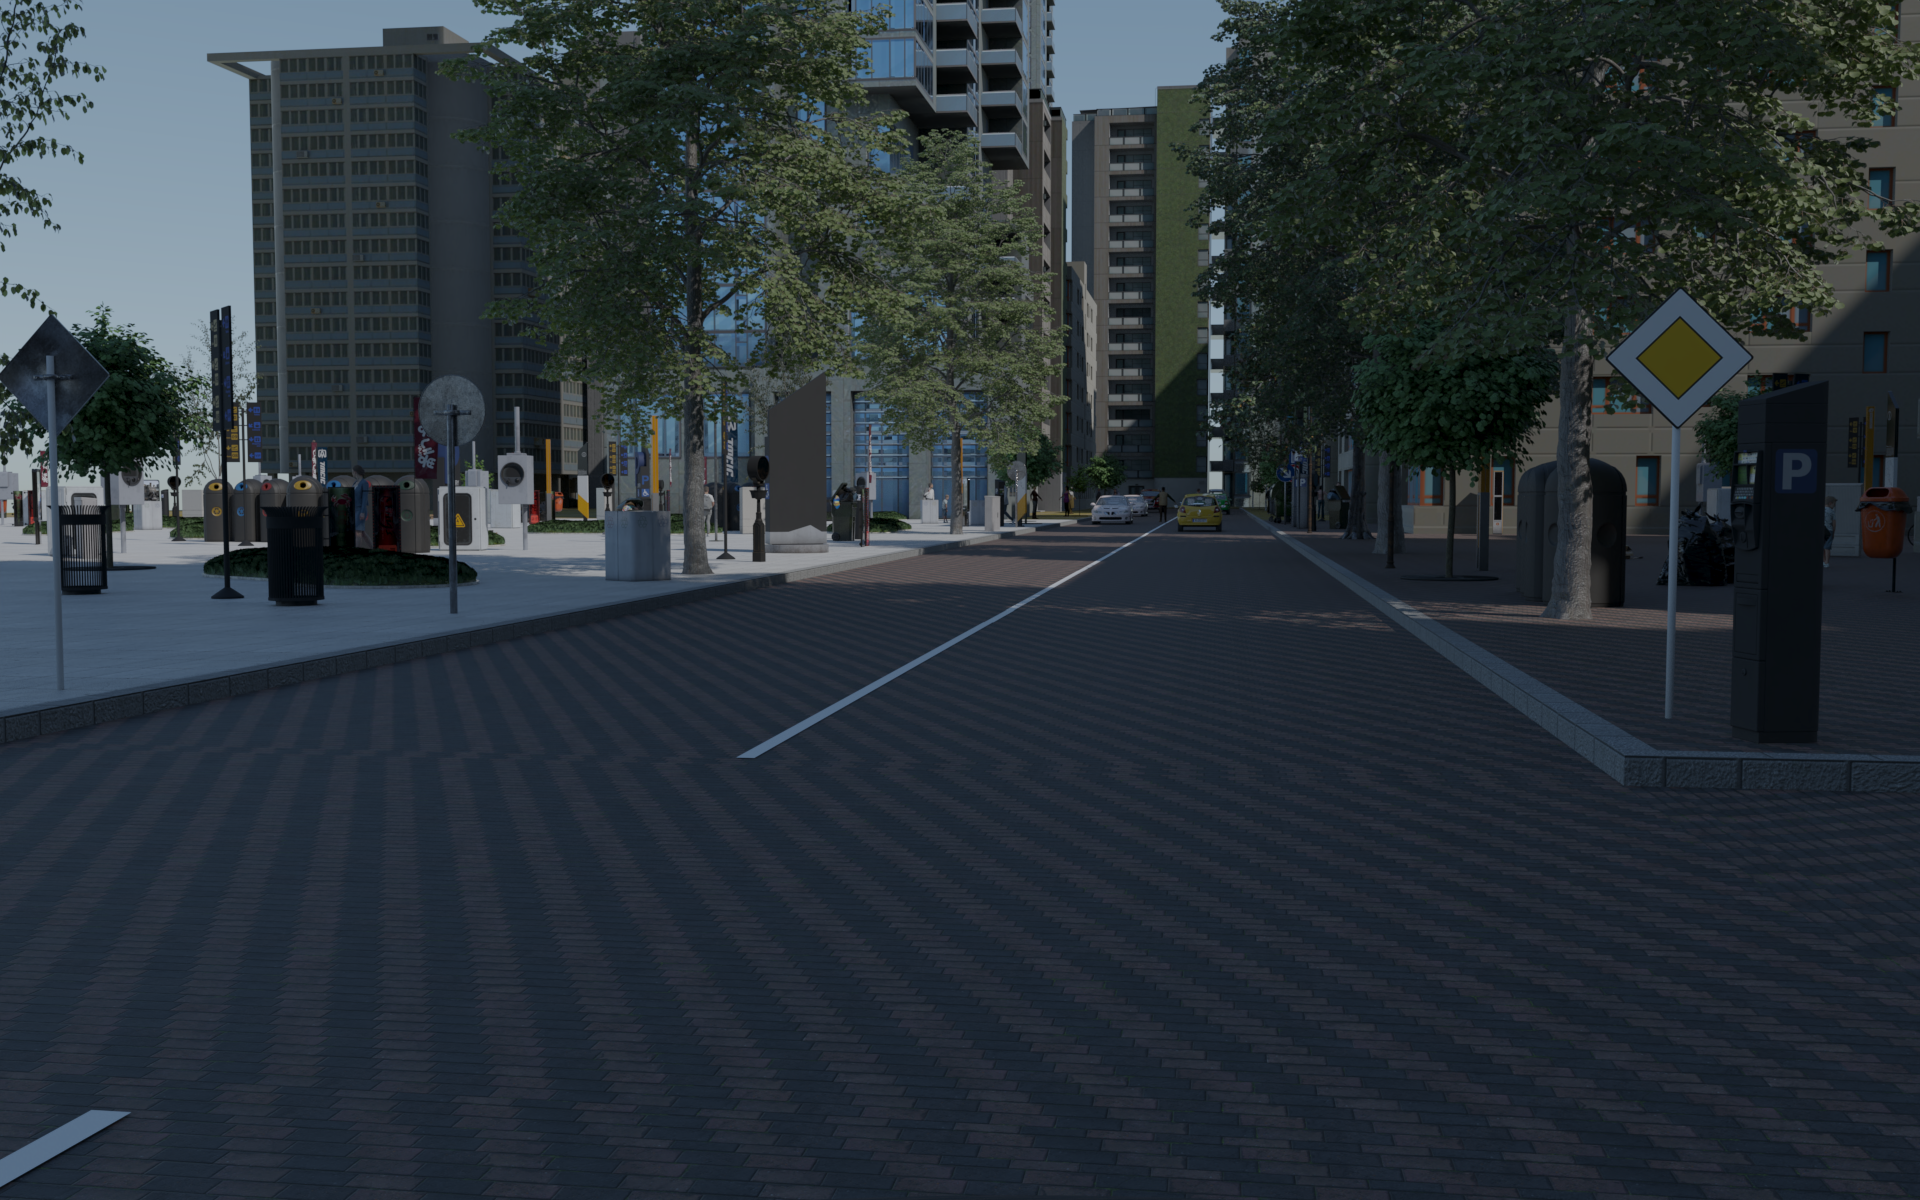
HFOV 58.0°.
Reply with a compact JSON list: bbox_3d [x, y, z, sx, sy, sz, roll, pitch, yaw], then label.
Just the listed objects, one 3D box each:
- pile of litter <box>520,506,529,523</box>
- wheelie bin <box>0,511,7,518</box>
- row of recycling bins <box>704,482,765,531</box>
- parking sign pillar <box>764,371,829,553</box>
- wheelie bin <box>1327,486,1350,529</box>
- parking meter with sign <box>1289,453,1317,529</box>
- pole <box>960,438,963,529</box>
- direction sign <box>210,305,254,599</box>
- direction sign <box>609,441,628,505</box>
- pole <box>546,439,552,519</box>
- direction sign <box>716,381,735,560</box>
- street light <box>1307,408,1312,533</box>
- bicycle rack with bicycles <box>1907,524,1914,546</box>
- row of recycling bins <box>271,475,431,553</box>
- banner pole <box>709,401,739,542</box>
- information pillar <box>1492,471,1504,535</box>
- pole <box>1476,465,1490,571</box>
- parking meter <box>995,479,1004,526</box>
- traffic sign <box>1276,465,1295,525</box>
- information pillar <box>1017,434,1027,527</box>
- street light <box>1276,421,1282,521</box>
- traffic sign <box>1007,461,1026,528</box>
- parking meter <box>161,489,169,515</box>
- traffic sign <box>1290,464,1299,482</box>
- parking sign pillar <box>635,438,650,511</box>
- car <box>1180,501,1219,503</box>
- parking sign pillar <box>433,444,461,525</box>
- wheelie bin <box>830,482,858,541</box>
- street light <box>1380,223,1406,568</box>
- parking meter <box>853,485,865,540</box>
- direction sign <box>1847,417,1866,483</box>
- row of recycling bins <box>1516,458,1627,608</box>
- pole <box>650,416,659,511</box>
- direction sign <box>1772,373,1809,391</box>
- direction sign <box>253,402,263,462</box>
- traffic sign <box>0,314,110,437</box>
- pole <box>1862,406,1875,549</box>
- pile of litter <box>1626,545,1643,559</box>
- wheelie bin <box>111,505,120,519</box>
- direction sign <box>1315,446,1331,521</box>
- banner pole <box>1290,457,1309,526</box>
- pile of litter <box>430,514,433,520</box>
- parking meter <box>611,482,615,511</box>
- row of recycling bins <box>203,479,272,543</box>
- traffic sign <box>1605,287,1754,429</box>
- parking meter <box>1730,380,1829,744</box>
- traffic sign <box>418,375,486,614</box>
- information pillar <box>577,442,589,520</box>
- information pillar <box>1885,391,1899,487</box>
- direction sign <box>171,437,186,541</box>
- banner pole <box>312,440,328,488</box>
[{"bbox_3d":[-19.684,-3.885,77.487,1.719,0.858,1.176,3,4,37],"label":"pile of litter"},{"bbox_3d":[-51.281,-5.176,92.533,0.980,1.594,0.693,-3,5,-41],"label":"wheelie bin"},{"bbox_3d":[-7.716,-3.291,60.926,1.069,1.692,3.534,3,4,38],"label":"row of recycling bins"},{"bbox_3d":[-3.607,-3.028,37.982,1.447,3.967,1.447,-1,4,-21],"label":"parking sign pillar"},{"bbox_3d":[13.943,-3.423,63.876,0.980,1.594,0.693,-3,5,-45],"label":"wheelie bin"},{"bbox_3d":[12.862,-4.174,64.508,0.543,3.016,1.738,2,4,26],"label":"parking meter with sign"},{"bbox_3d":[0.010,-4.247,63.276,0.158,3.312,0.155,0,3,0],"label":"pole"},{"bbox_3d":[-9.013,-1.787,21.210,0.379,3.537,0.876,-3,4,-37],"label":"direction sign"},{"bbox_3d":[-14.717,-5.055,74.649,0.876,3.537,0.379,-3,4,-37],"label":"direction sign"},{"bbox_3d":[-15.349,-4.331,64.655,0.158,3.312,0.155,0,3,0],"label":"pole"},{"bbox_3d":[-4.605,-2.565,33.943,0.379,3.537,0.876,0,4,-2],"label":"direction sign"},{"bbox_3d":[11.493,-5.137,56.776,0.468,5.910,1.993,1,4,8],"label":"street light"},{"bbox_3d":[24.293,-1.669,40.677,2.852,0.926,2.925,-2,4,-35],"label":"bicycle rack with bicycles"},{"bbox_3d":[-13.282,-1.904,38.250,3.534,1.692,1.069,1,4,16],"label":"row of recycling bins"},{"bbox_3d":[-6.375,-3.471,46.766,0.863,3.779,0.401,1,4,8],"label":"banner pole"},{"bbox_3d":[17.038,-3.080,54.854,0.304,2.012,0.304,1,4,17],"label":"information pillar"},{"bbox_3d":[8.736,-2.142,28.869,0.158,3.312,0.155,0,3,0],"label":"pole"},{"bbox_3d":[1.567,-3.845,68.579,0.255,1.863,0.399,-2,4,-27],"label":"parking meter"},{"bbox_3d":[13.554,-4.406,72.140,0.768,2.556,0.104,1,4,9],"label":"traffic sign"},{"bbox_3d":[2.407,-4.669,67.693,0.183,3.616,0.504,-3,5,-43],"label":"information pillar"},{"bbox_3d":[15.496,-6.784,83.703,0.468,5.910,1.993,1,4,8],"label":"street light"},{"bbox_3d":[2.160,-4.049,66.304,0.768,2.556,0.104,1,4,17],"label":"traffic sign"},{"bbox_3d":[-40.243,-4.848,87.676,0.372,1.533,0.369,0,3,0],"label":"parking meter"},{"bbox_3d":[14.233,-4.516,73.948,0.768,2.556,0.104,1,4,17],"label":"traffic sign"},{"bbox_3d":[-14.527,-5.555,79.301,1.447,3.967,1.447,-1,4,-21],"label":"parking sign pillar"},{"bbox_3d":[12.957,-5.020,93.879,2.131,1.459,4.920,1,4,10],"label":"car"},{"bbox_3d":[-17.761,-4.369,59.912,1.447,3.967,1.447,1,4,9],"label":"parking sign pillar"},{"bbox_3d":[-3.162,-2.418,47.435,0.693,1.594,0.980,1,4,8],"label":"wheelie bin"},{"bbox_3d":[7.445,-3.486,29.788,0.468,5.910,1.993,1,4,8],"label":"street light"},{"bbox_3d":[-2.829,-2.479,48.949,0.372,1.533,0.369,0,3,0],"label":"parking meter"},{"bbox_3d":[26.468,-3.607,50.968,0.379,3.537,0.876,-1,4,-18],"label":"direction sign"},{"bbox_3d":[7.394,-0.862,21.203,1.069,1.692,3.534,1,4,11],"label":"row of recycling bins"},{"bbox_3d":[-7.953,-3.136,45.120,0.158,3.312,0.155,0,3,0],"label":"pole"},{"bbox_3d":[15.566,-2.480,32.552,0.876,3.537,0.379,-1,4,-21],"label":"direction sign"},{"bbox_3d":[-17.646,-3.101,42.696,0.876,3.537,0.379,0,4,-8],"label":"direction sign"},{"bbox_3d":[-5.910,-0.558,11.314,0.795,2.593,0.064,1,4,8],"label":"traffic sign"},{"bbox_3d":[21.148,-2.843,40.321,0.158,3.312,0.155,0,3,0],"label":"pole"},{"bbox_3d":[12.764,-1.242,34.275,1.719,0.858,1.176,0,4,-8],"label":"pile of litter"},{"bbox_3d":[-37.500,-4.218,76.877,0.693,1.594,0.980,0,4,-1],"label":"wheelie bin"},{"bbox_3d":[17.025,-5.466,81.367,0.379,3.537,0.876,-3,5,-42],"label":"direction sign"},{"bbox_3d":[13.873,-4.918,70.428,0.863,3.779,0.401,0,4,6],"label":"banner pole"},{"bbox_3d":[-26.523,-4.516,87.793,1.176,0.858,1.719,0,4,3],"label":"pile of litter"},{"bbox_3d":[-17.113,-4.835,84.761,0.399,1.863,0.255,1,4,12],"label":"parking meter"},{"bbox_3d":[-18.632,-2.394,46.261,3.534,1.692,1.069,1,4,16],"label":"row of recycling bins"},{"bbox_3d":[4.072,-0.466,9.811,0.795,2.593,0.064,1,4,8],"label":"traffic sign"},{"bbox_3d":[4.234,-0.200,8.983,0.399,1.863,0.255,0,4,-6],"label":"parking meter"},{"bbox_3d":[-5.438,-1.127,18.528,0.768,2.556,0.104,1,4,10],"label":"traffic sign"},{"bbox_3d":[-17.045,-5.321,78.360,0.504,3.616,0.183,1,4,13],"label":"information pillar"},{"bbox_3d":[21.118,-2.931,39.284,0.183,3.616,0.504,0,4,8],"label":"information pillar"},{"bbox_3d":[-21.219,-3.360,46.936,0.379,3.537,0.876,-3,4,-36],"label":"direction sign"},{"bbox_3d":[-29.862,-5.550,80.759,0.863,3.779,0.401,-3,5,-44],"label":"banner pole"}]
